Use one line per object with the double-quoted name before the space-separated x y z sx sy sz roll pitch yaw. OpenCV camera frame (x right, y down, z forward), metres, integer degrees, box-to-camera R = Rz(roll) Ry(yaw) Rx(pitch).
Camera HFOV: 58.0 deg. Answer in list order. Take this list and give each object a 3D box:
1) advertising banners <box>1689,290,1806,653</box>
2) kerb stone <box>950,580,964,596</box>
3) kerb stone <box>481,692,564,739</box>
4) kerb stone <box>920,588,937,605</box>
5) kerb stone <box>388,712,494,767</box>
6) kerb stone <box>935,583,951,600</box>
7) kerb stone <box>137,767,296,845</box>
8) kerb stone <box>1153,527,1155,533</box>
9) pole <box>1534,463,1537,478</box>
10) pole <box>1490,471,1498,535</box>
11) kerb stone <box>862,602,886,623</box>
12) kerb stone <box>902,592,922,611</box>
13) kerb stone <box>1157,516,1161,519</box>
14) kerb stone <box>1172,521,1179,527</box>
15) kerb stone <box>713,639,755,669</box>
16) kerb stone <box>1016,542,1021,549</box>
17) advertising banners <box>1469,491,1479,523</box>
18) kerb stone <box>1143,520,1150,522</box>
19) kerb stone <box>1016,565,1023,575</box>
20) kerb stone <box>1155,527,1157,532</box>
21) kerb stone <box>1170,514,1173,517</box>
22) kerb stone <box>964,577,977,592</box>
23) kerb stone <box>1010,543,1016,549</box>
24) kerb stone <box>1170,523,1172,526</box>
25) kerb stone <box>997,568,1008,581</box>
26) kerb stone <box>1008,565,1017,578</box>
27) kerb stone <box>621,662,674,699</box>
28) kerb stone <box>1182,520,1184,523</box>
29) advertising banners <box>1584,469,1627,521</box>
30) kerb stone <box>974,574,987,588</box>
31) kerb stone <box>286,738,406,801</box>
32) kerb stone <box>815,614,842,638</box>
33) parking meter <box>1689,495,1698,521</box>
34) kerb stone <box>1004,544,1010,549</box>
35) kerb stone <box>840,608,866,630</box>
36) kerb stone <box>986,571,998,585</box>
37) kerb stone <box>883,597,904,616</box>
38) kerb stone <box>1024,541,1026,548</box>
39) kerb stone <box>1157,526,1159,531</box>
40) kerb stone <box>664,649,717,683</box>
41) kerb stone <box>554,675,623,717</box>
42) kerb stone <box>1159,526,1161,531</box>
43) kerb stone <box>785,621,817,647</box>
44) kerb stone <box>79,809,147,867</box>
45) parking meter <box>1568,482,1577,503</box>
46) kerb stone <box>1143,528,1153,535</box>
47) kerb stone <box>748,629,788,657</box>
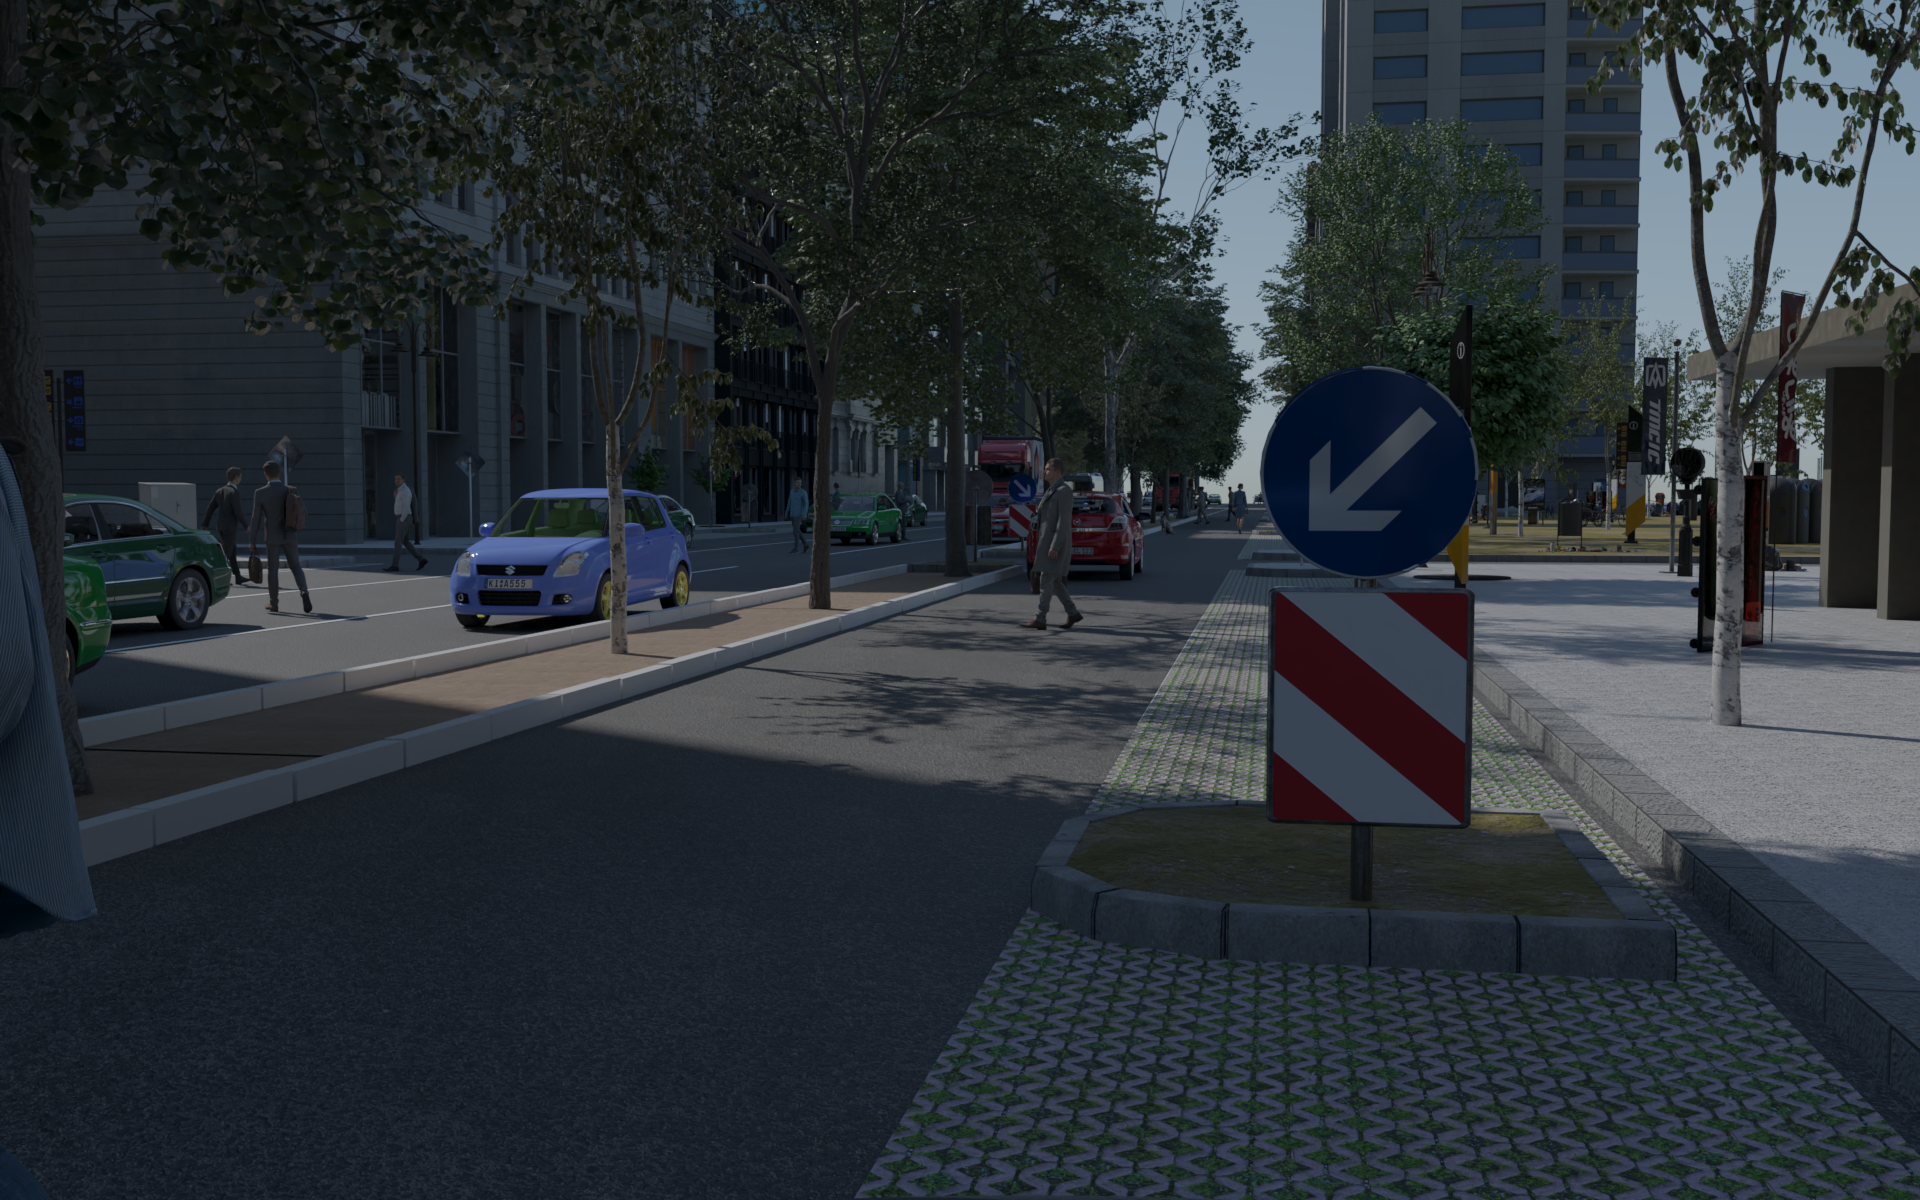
"advertising banners" 6.664 -1.124 14.563 2.074 3.025 0.090 -3 5 -43
"kerb stone" -0.127 -0.153 24.696 0.120 0.150 1.000 1 4 10
"kerb stone" -2.695 0.710 10.586 0.120 0.150 1.000 1 4 10
"kerb stone" -0.495 -0.029 22.674 0.120 0.150 1.000 1 4 10
"kerb stone" -2.872 0.772 9.578 0.120 0.150 1.000 1 4 10
"kerb stone" -0.303 -0.091 23.686 0.120 0.150 1.000 1 4 10
"kerb stone" -3.248 0.895 7.564 0.120 0.150 1.000 1 4 10
"kerb stone" 6.985 -2.531 63.576 0.120 0.150 1.000 1 4 10
"pole" 35.045 -6.829 105.500 0.158 3.312 0.155 0 3 0
"pole" 16.818 -3.711 54.525 0.158 3.312 0.155 0 3 0
"kerb stone" -1.039 0.156 19.651 0.120 0.150 1.000 1 4 10
"kerb stone" -0.665 0.032 21.666 0.120 0.150 1.000 1 4 10
"kerb stone" 11.721 -4.834 101.235 0.120 0.150 1.000 1 4 10
"kerb stone" 9.742 -3.456 78.706 0.120 0.150 1.000 1 4 10
"kerb stone" -1.960 0.466 14.614 0.120 0.150 1.000 1 4 10
"kerb stone" 1.411 -1.381 44.775 0.120 0.150 1.000 1 4 10
"advertising banners" 22.506 -4.923 76.679 0.090 3.025 2.074 0 4 -7
"kerb stone" 9.879 -4.212 91.142 0.120 0.150 1.000 1 4 10
"kerb stone" 0.980 -0.524 30.757 0.120 0.150 1.000 1 4 10
"kerb stone" 7.166 -2.592 64.591 0.120 0.150 1.000 1 4 10
"kerb stone" 13.750 -5.508 112.341 0.120 0.150 1.000 1 4 10
"kerb stone" 0.068 -0.212 25.700 0.120 0.150 1.000 1 4 10
"kerb stone" 1.230 -1.317 43.769 0.120 0.150 1.000 1 4 10
"kerb stone" 8.824 -3.148 73.660 0.120 0.150 1.000 1 4 10
"kerb stone" 0.621 -0.400 28.728 0.120 0.150 1.000 1 4 10
"kerb stone" 0.805 -0.462 29.749 0.120 0.150 1.000 1 4 10
"kerb stone" -2.326 0.595 12.600 0.120 0.150 1.000 1 4 10
"kerb stone" 10.480 -3.696 82.729 0.120 0.150 1.000 1 4 10
"advertising banners" 30.776 -5.275 82.429 2.074 3.025 0.090 3 5 41
"kerb stone" 0.243 -0.276 26.712 0.120 0.150 1.000 1 4 10
"kerb stone" -3.058 0.839 8.573 0.120 0.150 1.000 1 4 10
"kerb stone" -1.411 0.281 17.641 0.120 0.150 1.000 1 4 10
"parking meter" 35.294 -4.584 83.360 0.372 1.533 0.369 0 3 0
"kerb stone" 1.039 -1.257 42.765 0.120 0.150 1.000 1 4 10
"kerb stone" -1.215 0.217 18.644 0.120 0.150 1.000 1 4 10
"kerb stone" 0.430 -0.338 27.717 0.120 0.150 1.000 1 4 10
"kerb stone" -0.860 0.094 20.662 0.120 0.150 1.000 1 4 10
"kerb stone" 1.598 -1.439 45.780 0.120 0.150 1.000 1 4 10
"kerb stone" 7.358 -2.649 65.600 0.120 0.150 1.000 1 4 10
"kerb stone" -2.143 0.525 13.608 0.120 0.150 1.000 1 4 10
"kerb stone" -2.514 0.648 11.595 0.120 0.150 1.000 1 4 10
"kerb stone" 7.533 -2.716 66.606 0.120 0.150 1.000 1 4 10
"kerb stone" -1.587 0.340 16.634 0.120 0.150 1.000 1 4 10
"kerb stone" -3.429 0.956 6.558 0.120 0.150 1.000 1 4 10
"parking meter" 30.077 -4.854 85.080 0.255 1.863 0.399 -2 4 -34
"kerb stone" 6.799 -2.469 62.571 0.120 0.150 1.000 1 4 10
"kerb stone" -1.774 0.402 15.619 0.120 0.150 1.000 1 4 10
